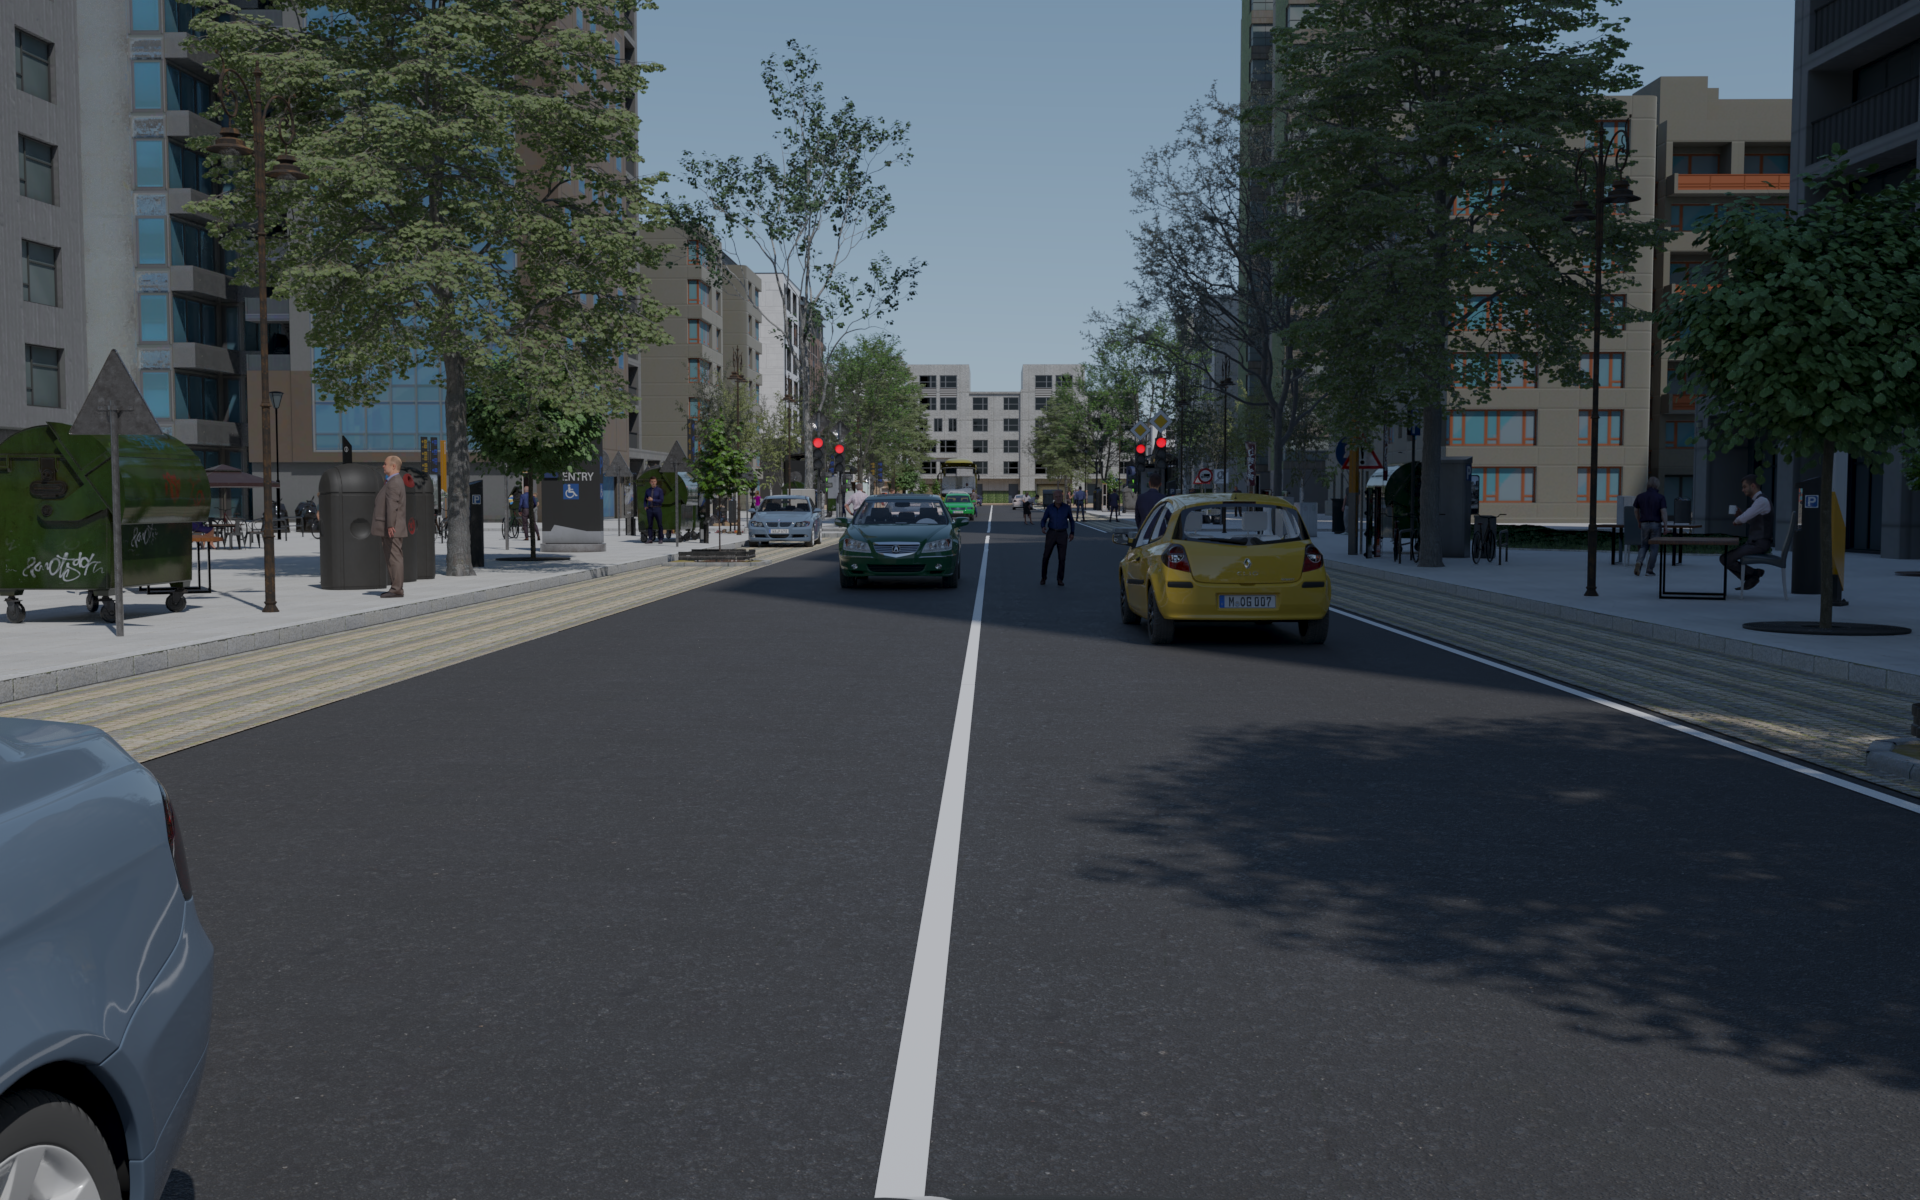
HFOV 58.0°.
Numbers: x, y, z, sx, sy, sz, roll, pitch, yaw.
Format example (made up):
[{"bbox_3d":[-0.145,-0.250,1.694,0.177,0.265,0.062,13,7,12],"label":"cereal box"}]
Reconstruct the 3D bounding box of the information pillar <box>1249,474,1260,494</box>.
[{"bbox_3d":[11.031,-3.698,64.961,0.304,2.012,0.304,-2,4,-31],"label":"information pillar"}]

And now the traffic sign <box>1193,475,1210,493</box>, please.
[{"bbox_3d":[12.453,-5.467,89.396,0.884,2.594,0.081,0,4,6],"label":"traffic sign"}]

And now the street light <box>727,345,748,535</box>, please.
[{"bbox_3d":[-6.906,-4.963,53.940,0.468,5.910,1.993,0,4,1],"label":"street light"}]

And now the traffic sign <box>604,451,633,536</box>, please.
[{"bbox_3d":[-10.351,-3.213,52.531,0.884,2.594,0.081,0,4,2],"label":"traffic sign"}]

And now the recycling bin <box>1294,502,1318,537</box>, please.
[{"bbox_3d":[10.170,-2.393,51.681,0.722,1.027,0.722,-2,4,-35],"label":"recycling bin"}]

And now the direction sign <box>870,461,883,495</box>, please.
[{"bbox_3d":[-5.771,-7.799,119.503,0.876,3.537,0.379,-1,4,-18],"label":"direction sign"}]

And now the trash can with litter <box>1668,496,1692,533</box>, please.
[{"bbox_3d":[22.983,-2.748,55.995,2.233,1.210,1.678,3,4,38],"label":"trash can with litter"}]

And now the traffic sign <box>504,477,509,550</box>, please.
[{"bbox_3d":[-10.393,-2.420,39.677,0.768,2.556,0.104,0,4,7],"label":"traffic sign"}]

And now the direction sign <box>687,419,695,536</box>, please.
[{"bbox_3d":[-8.163,-3.708,52.625,0.379,3.537,0.876,0,4,4],"label":"direction sign"}]

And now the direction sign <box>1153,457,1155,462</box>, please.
[{"bbox_3d":[12.086,-6.965,105.880,0.876,3.537,0.379,0,4,-3],"label":"direction sign"}]

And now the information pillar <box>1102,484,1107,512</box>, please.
[{"bbox_3d":[10.232,-7.242,122.894,0.304,2.012,0.304,0,4,-7],"label":"information pillar"}]

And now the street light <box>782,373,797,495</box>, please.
[{"bbox_3d":[-6.504,-5.703,66.026,0.468,5.910,1.993,0,4,1],"label":"street light"}]

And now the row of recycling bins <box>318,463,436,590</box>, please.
[{"bbox_3d":[-8.334,-1.080,24.769,1.069,1.692,3.534,0,4,-3],"label":"row of recycling bins"}]

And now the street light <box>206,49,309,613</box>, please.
[{"bbox_3d":[-7.492,-2.805,18.646,0.468,5.910,1.993,0,4,1],"label":"street light"}]

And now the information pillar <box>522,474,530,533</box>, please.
[{"bbox_3d":[-14.305,-3.232,57.340,0.304,2.012,0.304,0,4,-2],"label":"information pillar"}]

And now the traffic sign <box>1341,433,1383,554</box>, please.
[{"bbox_3d":[8.555,-2.255,36.881,0.884,2.594,0.081,0,4,5],"label":"traffic sign"}]

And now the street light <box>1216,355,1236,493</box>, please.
[{"bbox_3d":[8.692,-5.136,56.762,0.468,5.910,1.993,0,4,1],"label":"street light"}]

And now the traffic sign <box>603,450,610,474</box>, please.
[{"bbox_3d":[-10.033,-2.913,47.735,0.768,2.556,0.104,0,4,3],"label":"traffic sign"}]

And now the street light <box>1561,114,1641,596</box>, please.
[{"bbox_3d":[7.947,-2.987,21.627,0.468,5.910,1.993,0,4,1],"label":"street light"}]

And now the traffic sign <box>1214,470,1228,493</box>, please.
[{"bbox_3d":[10.721,-4.220,71.128,0.606,2.300,0.079,0,4,6],"label":"traffic sign"}]

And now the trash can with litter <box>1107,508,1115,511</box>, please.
[{"bbox_3d":[11.319,-7.219,129.091,1.678,1.210,2.233,0,4,-5],"label":"trash can with litter"}]

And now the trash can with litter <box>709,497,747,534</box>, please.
[{"bbox_3d":[-7.445,-2.788,56.647,1.678,1.210,2.233,-2,4,-23],"label":"trash can with litter"}]

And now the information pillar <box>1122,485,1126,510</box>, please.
[{"bbox_3d":[12.998,-8.067,136.385,0.304,2.012,0.304,-3,5,-41],"label":"information pillar"}]

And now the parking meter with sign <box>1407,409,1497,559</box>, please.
[{"bbox_3d":[9.934,-2.365,34.930,1.738,3.016,0.543,2,4,35],"label":"parking meter with sign"}]

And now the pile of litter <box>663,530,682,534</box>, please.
[{"bbox_3d":[-9.579,-2.584,56.212,1.176,0.858,1.719,0,4,0],"label":"pile of litter"}]

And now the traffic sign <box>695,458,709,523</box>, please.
[{"bbox_3d":[-7.397,-3.094,50.697,0.768,2.556,0.104,0,4,3],"label":"traffic sign"}]

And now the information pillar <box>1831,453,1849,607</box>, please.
[{"bbox_3d":[10.020,-1.736,19.746,0.183,3.616,0.504,3,5,41],"label":"information pillar"}]

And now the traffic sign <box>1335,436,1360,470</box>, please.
[{"bbox_3d":[8.419,-2.266,37.157,0.768,2.556,0.104,0,4,7],"label":"traffic sign"}]

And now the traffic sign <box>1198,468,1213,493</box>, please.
[{"bbox_3d":[11.940,-5.152,84.334,0.768,2.556,0.104,0,4,2],"label":"traffic sign"}]

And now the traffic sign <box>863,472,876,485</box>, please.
[{"bbox_3d":[-5.506,-6.440,105.034,0.795,2.593,0.064,0,4,5],"label":"traffic sign"}]

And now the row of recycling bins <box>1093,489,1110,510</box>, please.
[{"bbox_3d":[11.239,-7.950,137.096,1.069,1.692,3.534,0,4,-5],"label":"row of recycling bins"}]

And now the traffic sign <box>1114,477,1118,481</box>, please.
[{"bbox_3d":[11.230,-7.786,127.409,0.768,2.556,0.104,0,4,8],"label":"traffic sign"}]

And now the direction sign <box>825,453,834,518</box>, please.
[{"bbox_3d":[-7.252,-6.268,94.475,0.876,3.537,0.379,-2,4,-34],"label":"direction sign"}]

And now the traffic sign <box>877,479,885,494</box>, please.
[{"bbox_3d":[-6.522,-8.633,141.263,0.768,2.556,0.104,1,4,10],"label":"traffic sign"}]

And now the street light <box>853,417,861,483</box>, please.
[{"bbox_3d":[-5.985,-7.885,101.702,0.468,5.910,1.993,0,4,1],"label":"street light"}]

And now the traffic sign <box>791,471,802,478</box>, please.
[{"bbox_3d":[-9.153,-5.875,96.169,0.768,2.556,0.104,1,4,10],"label":"traffic sign"}]

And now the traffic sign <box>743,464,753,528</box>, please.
[{"bbox_3d":[-8.010,-3.985,65.155,0.884,2.594,0.081,0,4,2],"label":"traffic sign"}]

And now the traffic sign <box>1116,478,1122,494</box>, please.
[{"bbox_3d":[12.469,-8.411,137.627,0.768,2.556,0.104,0,4,7],"label":"traffic sign"}]

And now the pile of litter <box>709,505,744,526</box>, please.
[{"bbox_3d":[-9.393,-3.397,69.514,1.719,0.858,1.176,-2,4,-32],"label":"pile of litter"}]

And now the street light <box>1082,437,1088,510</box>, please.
[{"bbox_3d":[10.132,-10.216,139.818,0.468,5.910,1.993,0,4,1],"label":"street light"}]

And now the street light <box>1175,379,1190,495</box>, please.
[{"bbox_3d":[8.851,-5.892,69.116,0.468,5.910,1.993,0,4,1],"label":"street light"}]

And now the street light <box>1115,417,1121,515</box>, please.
[{"bbox_3d":[9.617,-8.053,104.448,0.468,5.910,1.993,0,4,1],"label":"street light"}]

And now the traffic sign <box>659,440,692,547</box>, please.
[{"bbox_3d":[-6.868,-2.569,41.999,0.884,2.594,0.081,1,4,9],"label":"traffic sign"}]

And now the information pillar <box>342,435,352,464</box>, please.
[{"bbox_3d":[-24.412,-4.751,69.038,0.183,3.616,0.504,1,4,21],"label":"information pillar"}]

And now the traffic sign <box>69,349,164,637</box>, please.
[{"bbox_3d":[-7.569,-0.950,15.534,0.884,2.594,0.081,0,4,5],"label":"traffic sign"}]

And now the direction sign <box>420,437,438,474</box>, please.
[{"bbox_3d":[-21.014,-4.687,68.636,0.379,3.537,0.876,2,4,28],"label":"direction sign"}]

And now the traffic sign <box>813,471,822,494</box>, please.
[{"bbox_3d":[-7.516,-5.592,91.528,0.768,2.556,0.104,0,4,4],"label":"traffic sign"}]
